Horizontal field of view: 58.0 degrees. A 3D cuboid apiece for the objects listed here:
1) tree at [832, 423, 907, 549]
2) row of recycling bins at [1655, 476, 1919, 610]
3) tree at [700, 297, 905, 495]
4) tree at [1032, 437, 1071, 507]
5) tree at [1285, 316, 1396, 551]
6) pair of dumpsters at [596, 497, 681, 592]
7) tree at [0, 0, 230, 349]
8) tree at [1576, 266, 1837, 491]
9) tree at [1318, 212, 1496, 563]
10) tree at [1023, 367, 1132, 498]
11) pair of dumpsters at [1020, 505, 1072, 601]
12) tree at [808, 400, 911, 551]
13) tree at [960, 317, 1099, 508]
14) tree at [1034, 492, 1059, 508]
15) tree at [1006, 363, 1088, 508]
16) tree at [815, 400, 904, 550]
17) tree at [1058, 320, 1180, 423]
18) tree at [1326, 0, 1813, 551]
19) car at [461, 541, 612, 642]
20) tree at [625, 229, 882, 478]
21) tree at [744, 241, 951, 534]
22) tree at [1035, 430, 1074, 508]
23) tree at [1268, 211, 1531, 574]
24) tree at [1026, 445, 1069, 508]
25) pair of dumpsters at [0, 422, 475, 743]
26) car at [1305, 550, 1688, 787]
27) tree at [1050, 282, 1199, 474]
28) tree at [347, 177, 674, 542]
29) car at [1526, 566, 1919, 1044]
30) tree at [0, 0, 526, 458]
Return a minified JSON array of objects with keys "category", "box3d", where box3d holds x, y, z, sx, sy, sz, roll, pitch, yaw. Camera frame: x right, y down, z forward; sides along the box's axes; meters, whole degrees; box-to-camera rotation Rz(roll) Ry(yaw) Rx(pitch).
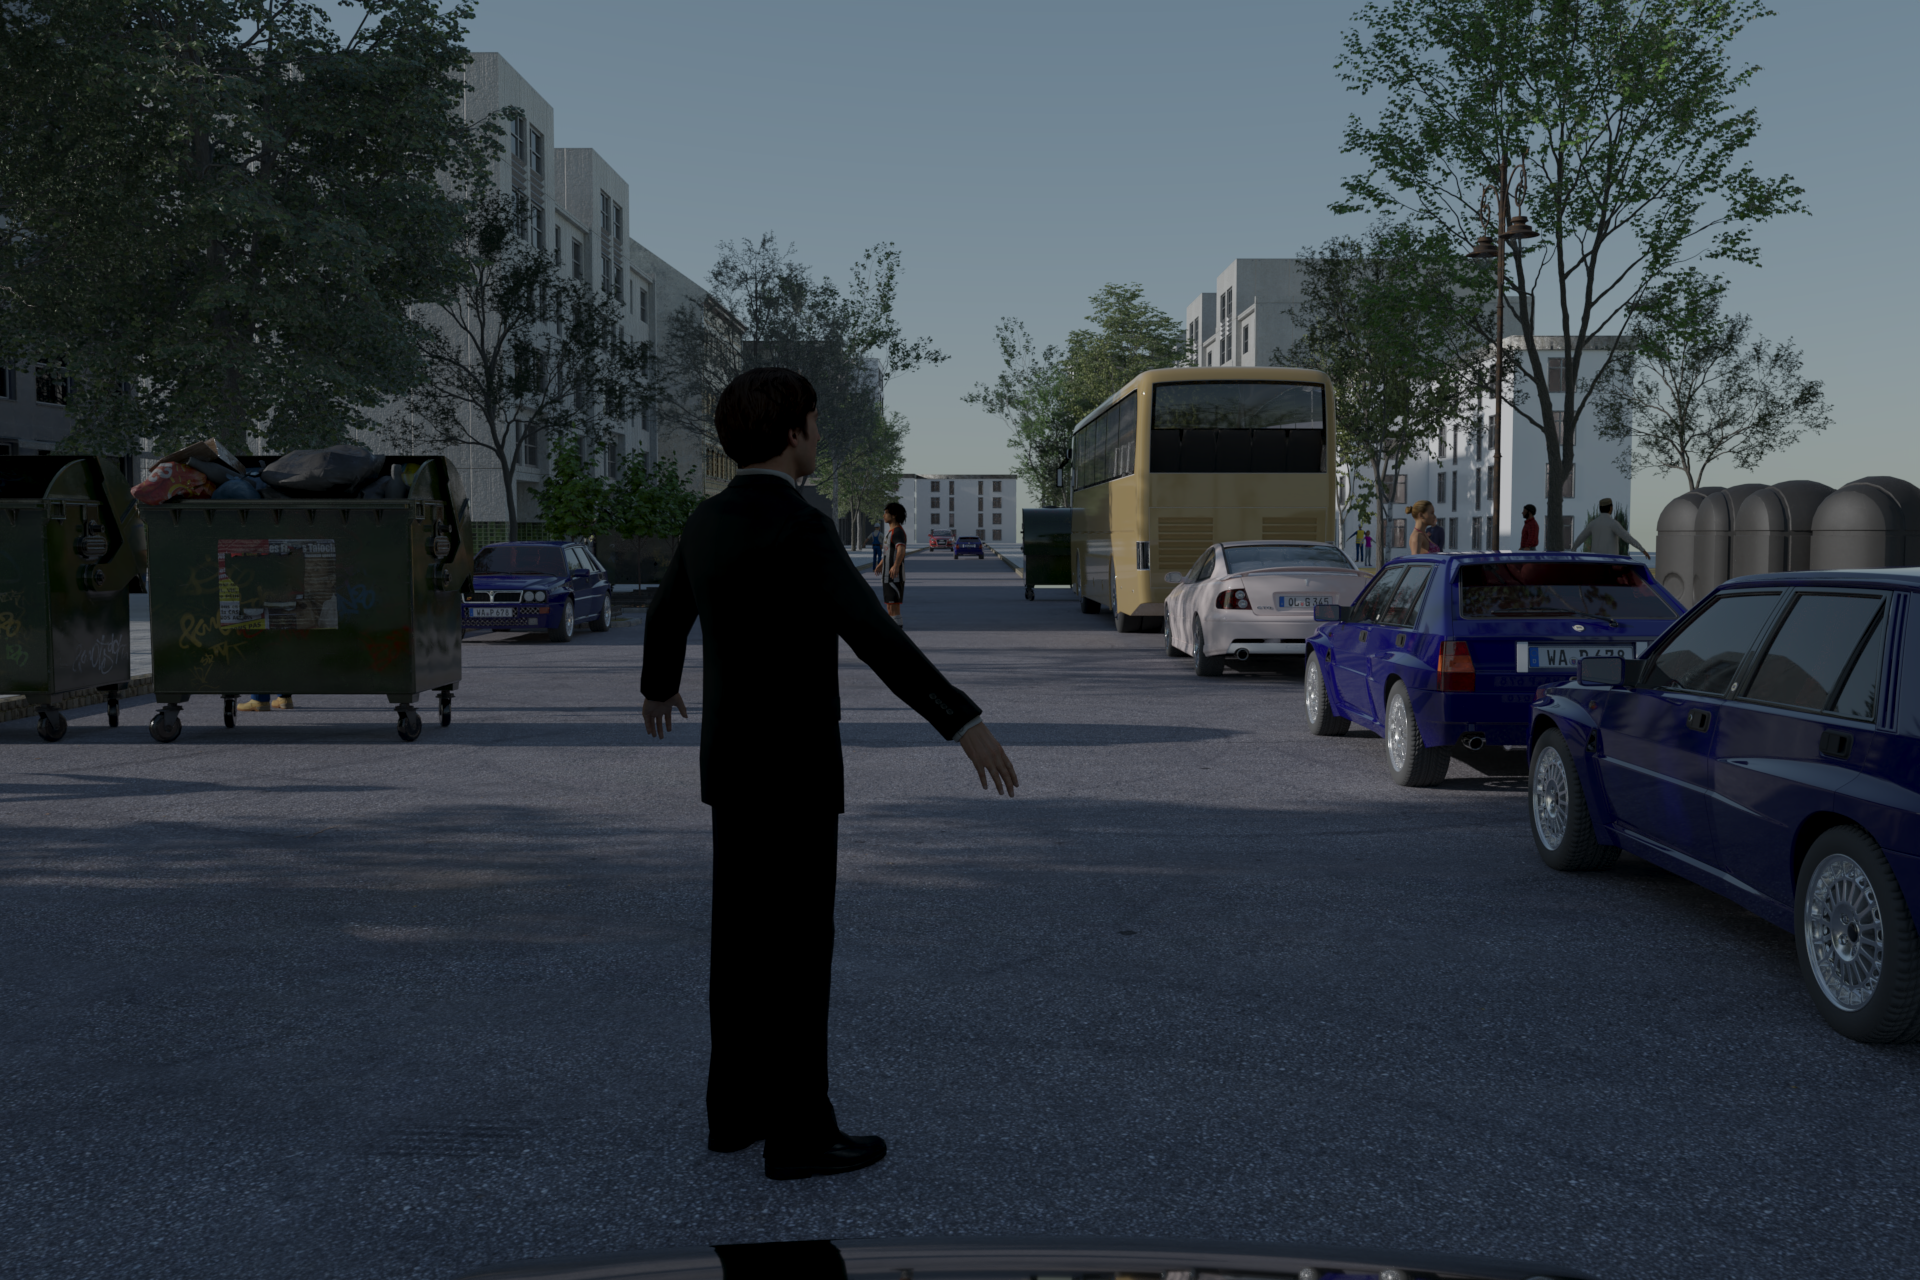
[{"category":"tree","box3d":[-8.312,-13.843,152.089,9.928,11.665,9.643,0,3,0]},{"category":"row of recycling bins","box3d":[6.489,-0.404,13.713,1.069,1.692,3.534,0,3,0]},{"category":"tree","box3d":[-8.481,-11.001,90.239,12.009,13.543,11.850,0,3,0]},{"category":"tree","box3d":[6.471,-10.383,120.128,4.360,8.622,3.978,0,3,0]},{"category":"tree","box3d":[12.617,-6.556,57.561,4.737,8.622,4.395,0,3,0]},{"category":"pair of dumpsters","box3d":[-5.758,-2.028,38.103,4.436,2.255,1.574,0,3,0]},{"category":"tree","box3d":[-12.210,-5.143,18.500,7.601,10.594,8.767,3,5,42]},{"category":"tree","box3d":[25.441,-7.650,59.484,8.767,10.594,7.601,2,4,25]},{"category":"tree","box3d":[10.285,-5.530,40.785,4.737,8.622,4.395,0,3,0]},{"category":"tree","box3d":[7.548,-9.773,94.208,8.767,10.594,7.601,-1,4,-18]},{"category":"pair of dumpsters","box3d":[3.522,-1.992,37.524,4.436,2.255,1.574,0,4,-1]},{"category":"tree","box3d":[-7.818,-12.458,129.451,9.928,11.665,9.643,0,3,0]},{"category":"tree","box3d":[5.932,-18.149,152.624,12.611,20.169,13.585,0,3,0]},{"category":"tree","box3d":[12.965,-17.776,241.003,4.360,8.622,3.978,0,3,0]},{"category":"tree","box3d":[6.643,-10.943,104.677,9.928,11.665,9.643,0,3,0]},{"category":"tree","box3d":[-8.589,-13.585,140.234,7.486,12.596,7.792,0,3,0]},{"category":"tree","box3d":[5.613,-6.739,60.541,4.737,8.622,4.395,0,3,0]},{"category":"tree","box3d":[9.921,-6.287,28.542,9.928,11.665,9.643,0,3,0]},{"category":"car","box3d":[-6.026,-0.708,24.155,1.945,1.354,3.894,0,3,0]},{"category":"tree","box3d":[-8.367,-9.785,70.355,12.009,13.543,11.850,0,3,0]},{"category":"tree","box3d":[-6.625,-15.606,111.055,12.611,20.169,13.585,0,3,0]},{"category":"tree","box3d":[6.935,-9.889,112.050,4.360,8.622,3.978,0,3,0]},{"category":"tree","box3d":[12.136,-7.015,49.107,8.767,10.594,7.601,2,4,33]},{"category":"tree","box3d":[7.636,-11.593,139.910,4.737,8.622,4.395,0,3,0]},{"category":"pair of dumpsters","box3d":[-5.835,-0.449,12.292,4.436,2.255,1.574,0,4,0]},{"category":"car","box3d":[3.349,0.087,11.157,1.945,1.354,3.894,0,4,0]},{"category":"tree","box3d":[7.655,-9.811,78.538,7.486,12.596,7.792,0,3,0]},{"category":"tree","box3d":[-11.478,-6.717,44.228,8.767,10.594,7.601,-2,4,-32]},{"category":"car","box3d":[3.363,0.390,6.209,1.945,1.354,3.894,0,4,0]},{"category":"tree","box3d":[-12.216,-7.481,28.963,9.857,13.997,8.962,0,3,0]}]
